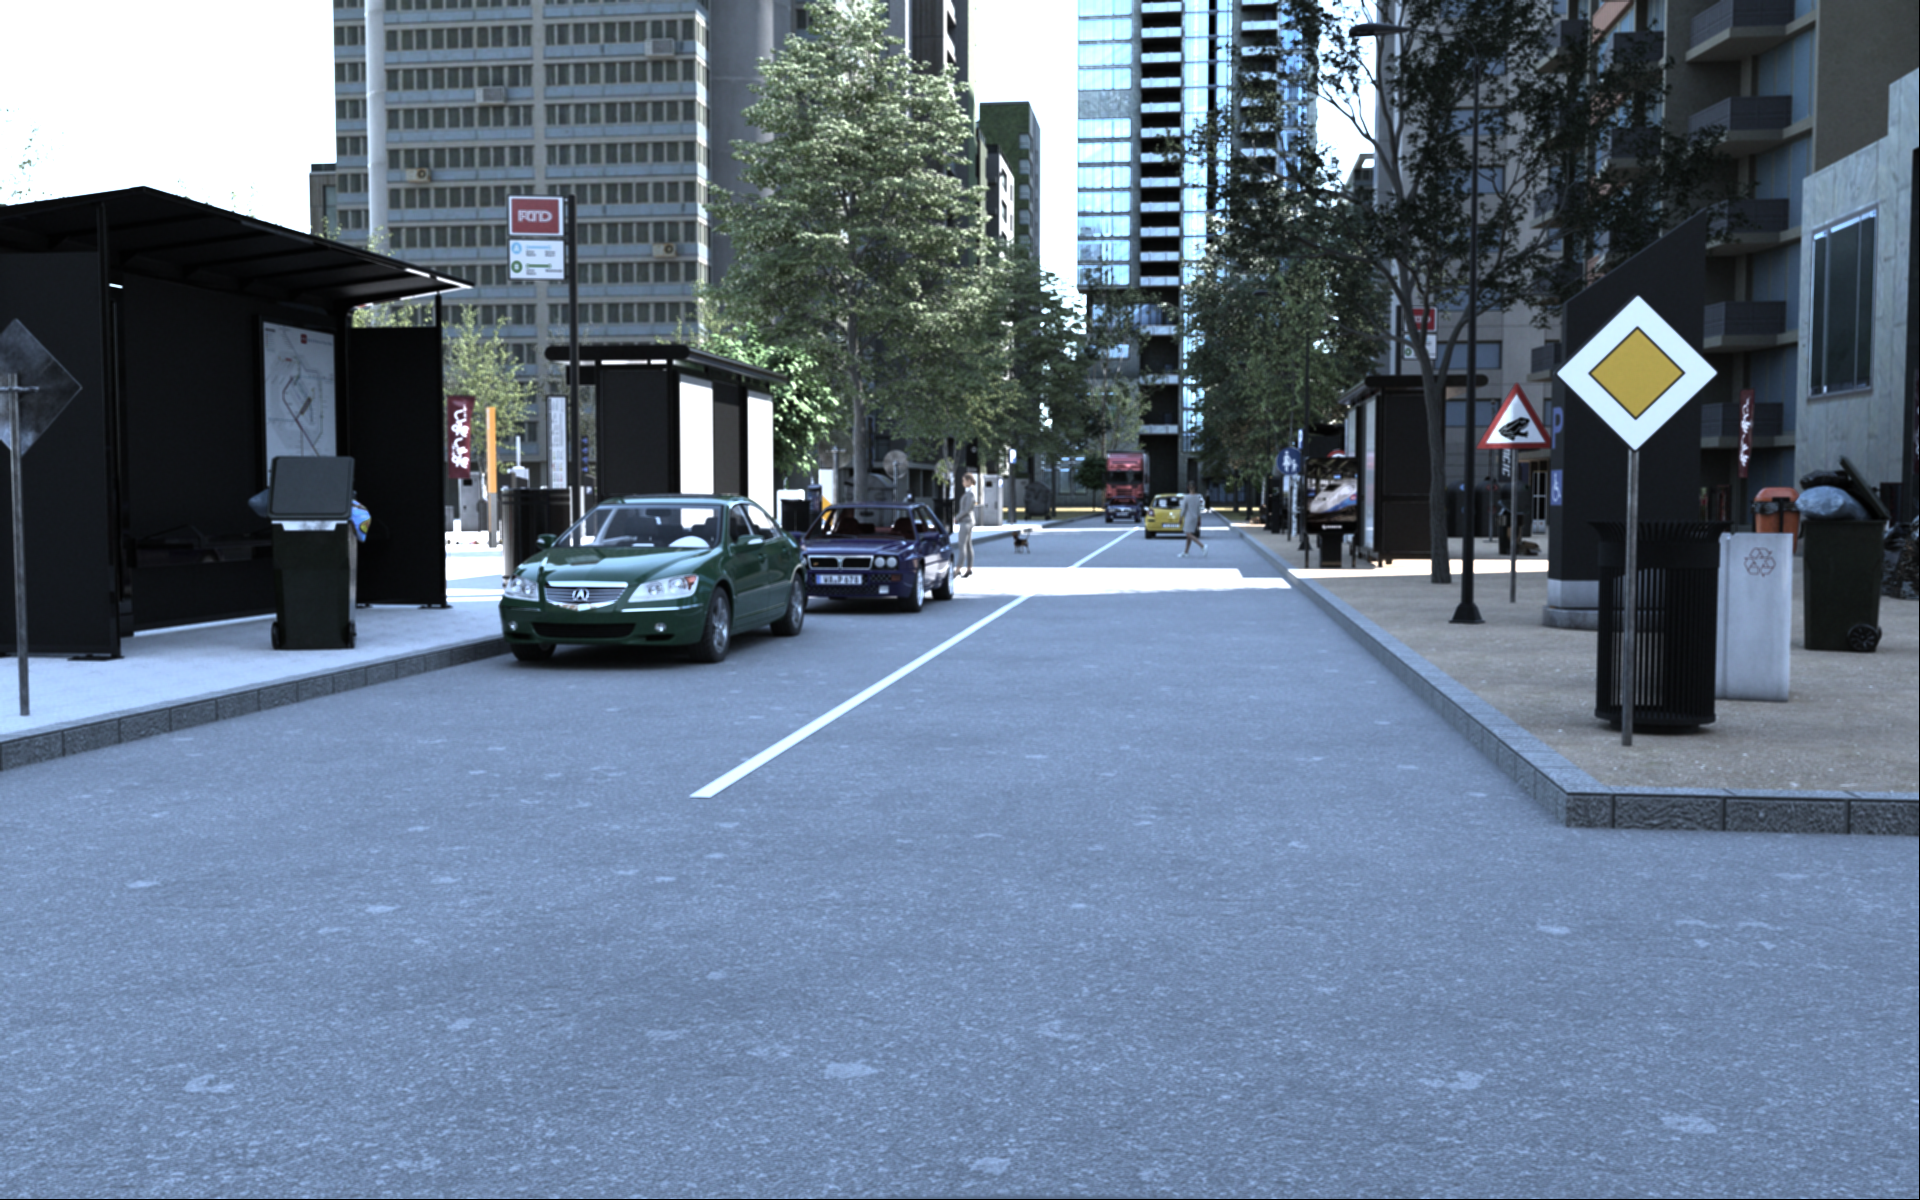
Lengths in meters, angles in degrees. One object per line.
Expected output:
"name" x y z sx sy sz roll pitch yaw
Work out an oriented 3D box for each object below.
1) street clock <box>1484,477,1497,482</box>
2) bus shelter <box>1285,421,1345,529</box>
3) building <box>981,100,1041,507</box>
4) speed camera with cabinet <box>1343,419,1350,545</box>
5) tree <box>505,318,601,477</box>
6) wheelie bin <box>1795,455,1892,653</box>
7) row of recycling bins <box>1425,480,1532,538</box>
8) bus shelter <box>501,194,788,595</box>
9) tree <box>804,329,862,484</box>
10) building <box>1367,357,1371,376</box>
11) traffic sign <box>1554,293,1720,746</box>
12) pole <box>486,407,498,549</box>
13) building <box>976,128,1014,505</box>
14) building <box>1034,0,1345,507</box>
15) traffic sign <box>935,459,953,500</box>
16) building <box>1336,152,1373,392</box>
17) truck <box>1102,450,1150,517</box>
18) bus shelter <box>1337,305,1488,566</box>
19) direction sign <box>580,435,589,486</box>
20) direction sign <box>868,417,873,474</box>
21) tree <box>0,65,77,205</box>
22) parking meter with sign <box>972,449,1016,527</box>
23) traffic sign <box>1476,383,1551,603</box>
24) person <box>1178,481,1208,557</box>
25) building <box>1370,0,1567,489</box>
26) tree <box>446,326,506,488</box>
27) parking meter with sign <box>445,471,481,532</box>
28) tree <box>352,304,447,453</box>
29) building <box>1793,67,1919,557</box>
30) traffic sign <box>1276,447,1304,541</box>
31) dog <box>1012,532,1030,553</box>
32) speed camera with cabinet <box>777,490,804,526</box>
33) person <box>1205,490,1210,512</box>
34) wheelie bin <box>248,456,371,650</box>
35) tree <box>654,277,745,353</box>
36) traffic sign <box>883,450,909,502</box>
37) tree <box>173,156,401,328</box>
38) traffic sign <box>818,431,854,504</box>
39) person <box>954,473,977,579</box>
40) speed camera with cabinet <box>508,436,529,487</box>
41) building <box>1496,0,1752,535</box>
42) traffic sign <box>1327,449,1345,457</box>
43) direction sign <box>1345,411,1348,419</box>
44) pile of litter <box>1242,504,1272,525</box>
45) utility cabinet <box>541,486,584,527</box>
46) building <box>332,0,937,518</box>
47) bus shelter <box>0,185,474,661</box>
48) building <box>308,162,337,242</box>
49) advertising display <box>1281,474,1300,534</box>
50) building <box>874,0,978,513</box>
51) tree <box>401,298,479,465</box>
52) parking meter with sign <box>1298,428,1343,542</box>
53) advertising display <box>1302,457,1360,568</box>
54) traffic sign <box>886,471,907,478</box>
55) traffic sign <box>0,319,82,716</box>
"street clock" 21.871 -4.094 71.503 0.471 2.002 0.358 2 4 31
"bus shelter" 11.981 -4.111 58.496 1.731 3.624 6.357 0 4 8
"building" 1.173 -30.622 184.263 14.086 41.232 14.154 0 4 8
"speed camera with cabinet" 10.223 -3.081 44.714 0.660 3.252 2.038 0 4 8
"tree" -16.063 -7.512 73.182 4.360 8.622 3.978 0 3 0
"wheelie bin" 7.273 -0.390 14.283 0.693 1.594 0.980 2 4 30
"row of recycling bins" 15.240 -2.712 51.449 3.534 1.692 1.069 -1 4 -11
"bus shelter" -4.632 -2.948 25.833 2.179 5.291 8.768 0 4 8
"tree" -6.245 -7.689 76.084 4.737 8.622 4.395 0 3 0
"building" 40.558 -50.017 130.453 22.319 86.520 31.000 0 4 8
"traffic sign" 3.398 -0.314 8.770 0.795 2.450 0.064 0 4 8
"pole" -10.986 -2.862 40.640 0.158 3.312 0.155 0 3 0
"building" -2.735 -22.939 146.759 14.107 30.474 14.160 0 4 8
"building" 24.396 -53.229 182.971 31.000 86.520 22.319 0 4 8
"traffic sign" -0.555 -3.841 62.904 0.768 2.556 0.104 1 4 13
"building" 53.326 -30.232 186.174 23.993 40.220 32.217 0 4 8
"truck" 10.881 -7.545 112.274 2.839 4.237 11.283 0 4 8
"bus shelter" 8.769 -3.488 34.654 2.179 5.291 8.768 0 4 8
"direction sign" -14.672 -4.583 66.929 0.876 3.537 0.379 2 4 33
"direction sign" -2.641 -3.623 51.237 0.379 3.537 0.876 0 4 4
"tree" -16.733 -4.801 28.856 4.360 8.622 3.978 0 3 0
"parking meter with sign" 1.300 -4.375 67.793 1.738 3.016 0.543 2 4 29
"traffic sign" 6.536 -1.248 20.415 0.884 2.594 0.081 1 4 14
"person" 5.286 -1.834 39.236 0.760 1.731 0.466 2 4 29
"building" 35.207 -34.238 101.783 21.231 58.520 28.212 0 4 8
"tree" -21.825 -7.621 74.961 4.360 8.622 3.978 0 3 0
"parking meter with sign" -16.529 -3.796 58.327 1.738 3.016 0.543 -1 4 -19
"tree" -19.991 -6.516 56.905 4.360 8.622 3.978 0 3 0
"building" 29.727 -43.334 21.177 31.000 86.520 22.319 0 4 8
"traffic sign" 8.987 -2.881 47.204 0.768 2.556 0.104 0 4 8
"dog" 1.473 -1.394 42.077 0.540 0.507 0.406 1 4 16
"speed camera with cabinet" -7.412 -4.673 70.740 2.038 3.252 0.660 1 4 15
"person" 19.249 -7.703 135.178 0.721 1.736 1.217 1 4 11
"wheelie bin" -5.410 -0.401 14.459 0.980 1.594 0.693 -1 4 -12
"tree" -8.450 -6.550 57.449 4.737 8.622 4.395 0 3 0
"traffic sign" -1.861 -3.051 49.986 0.768 2.556 0.104 1 4 15
"tree" -15.911 -5.401 38.675 4.737 8.622 4.395 0 3 0
"traffic sign" -2.501 -2.120 34.766 0.768 2.556 0.104 1 4 13
"person" 0.019 -1.267 29.491 0.573 1.790 0.520 -1 4 -14
"speed camera with cabinet" -14.504 -3.995 59.656 2.038 3.252 0.660 -1 4 -19
"building" 32.642 -24.823 60.478 22.147 44.769 28.867 0 4 8
"traffic sign" 10.829 -3.027 49.601 0.768 2.556 0.104 1 4 15
"direction sign" 10.598 -3.367 47.051 0.379 3.537 0.876 0 4 -6
"pile of litter" 12.704 -3.609 72.978 1.719 0.858 1.176 0 4 7
"utility cabinet" -11.334 -2.490 49.387 1.173 1.500 0.318 -2 4 -26
"building" -18.059 -24.907 99.105 32.217 40.220 23.993 0 4 8
"bus shelter" -6.646 -1.536 16.402 1.731 3.624 6.357 0 4 8
"building" -47.332 -23.312 152.852 14.107 30.474 14.160 0 4 8
"advertising display" 10.751 -3.067 55.354 0.974 1.923 0.123 0 4 -3
"building" -6.621 -26.507 116.978 14.154 41.232 14.086 0 4 8
"tree" -16.285 -5.909 46.976 4.737 8.622 4.395 0 3 0
"parking meter with sign" 9.937 -3.056 46.234 1.738 3.016 0.543 0 4 -2
"advertising display" 6.454 -1.523 30.121 0.974 1.923 0.123 0 4 -8
"traffic sign" -2.073 -3.421 56.033 0.768 2.556 0.104 1 4 11
"traffic sign" -5.415 -0.387 9.969 0.795 2.450 0.064 0 4 8
